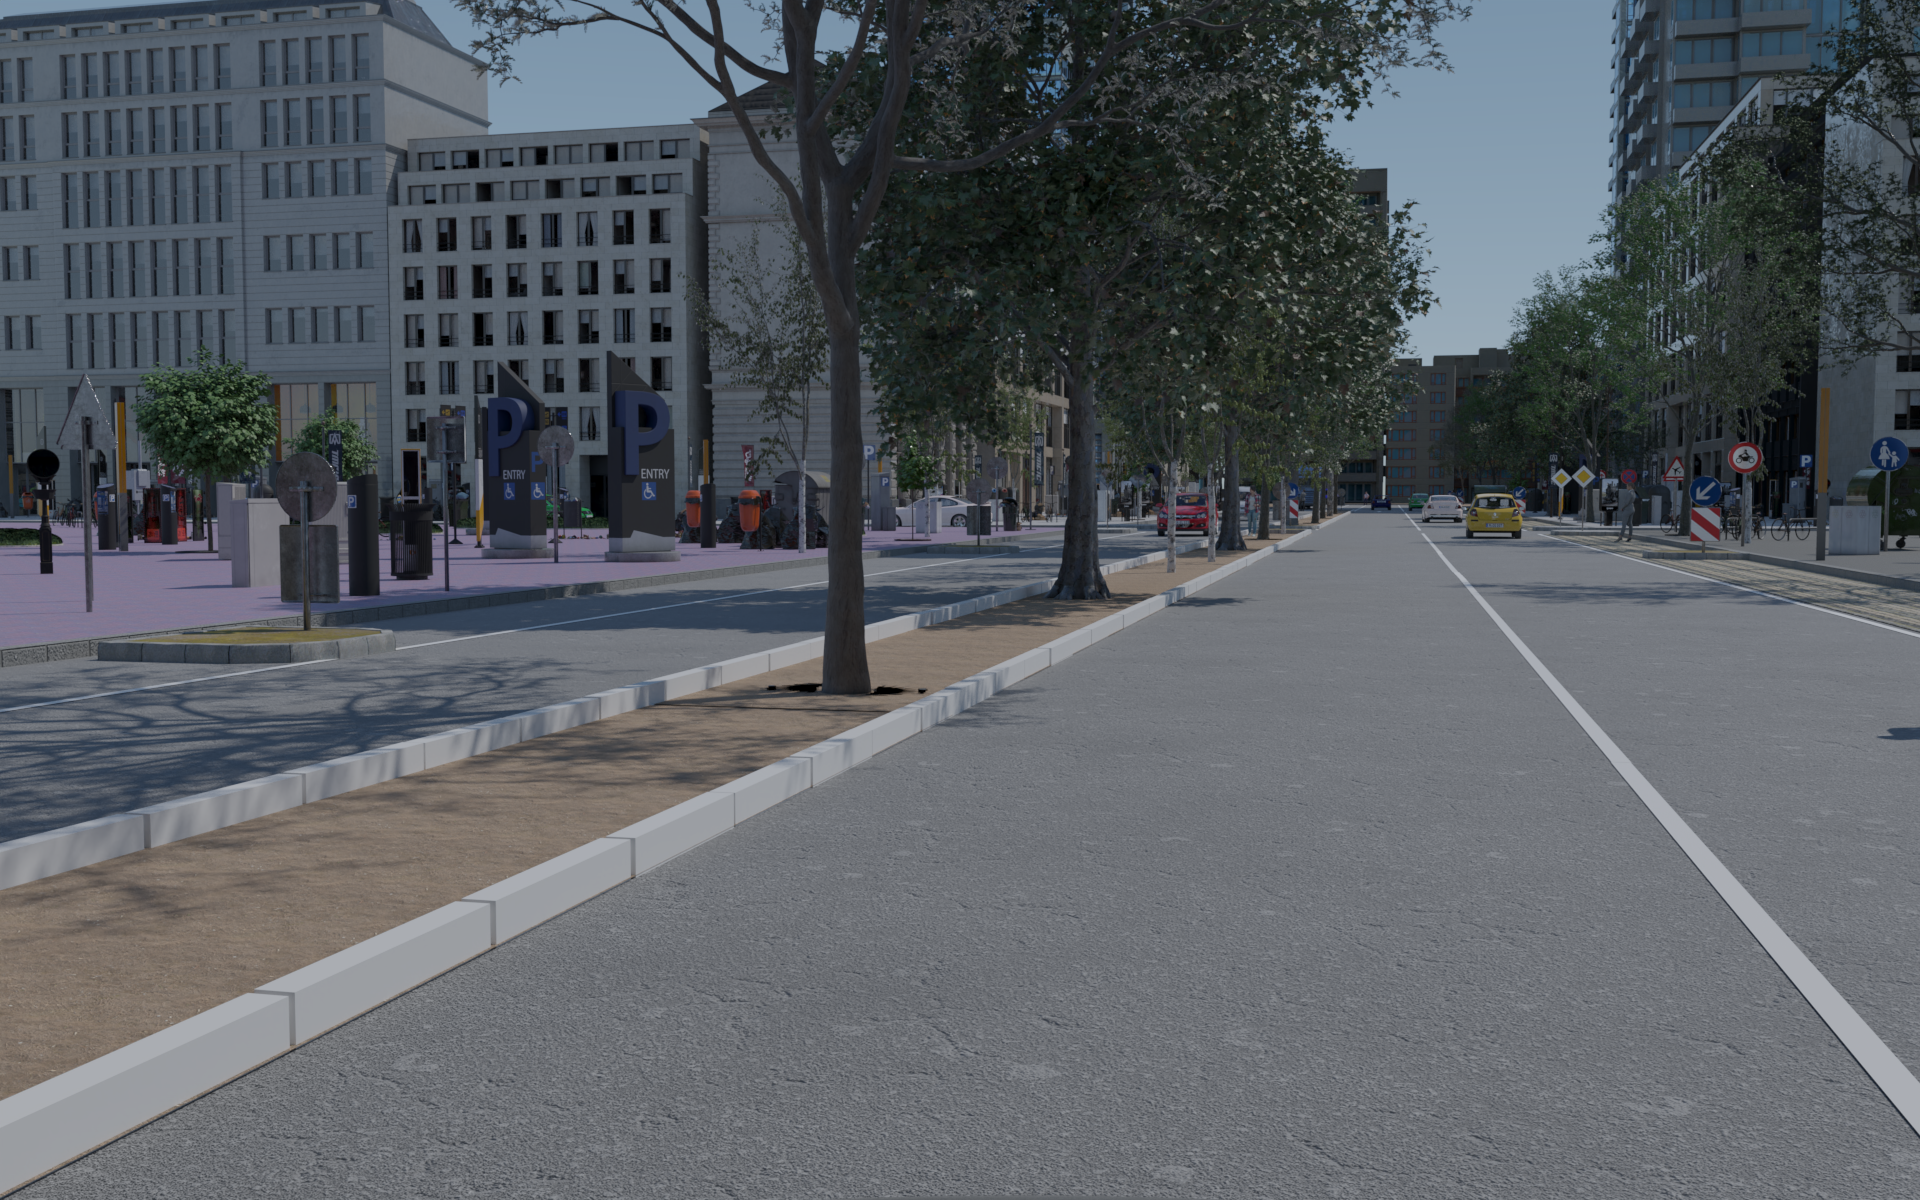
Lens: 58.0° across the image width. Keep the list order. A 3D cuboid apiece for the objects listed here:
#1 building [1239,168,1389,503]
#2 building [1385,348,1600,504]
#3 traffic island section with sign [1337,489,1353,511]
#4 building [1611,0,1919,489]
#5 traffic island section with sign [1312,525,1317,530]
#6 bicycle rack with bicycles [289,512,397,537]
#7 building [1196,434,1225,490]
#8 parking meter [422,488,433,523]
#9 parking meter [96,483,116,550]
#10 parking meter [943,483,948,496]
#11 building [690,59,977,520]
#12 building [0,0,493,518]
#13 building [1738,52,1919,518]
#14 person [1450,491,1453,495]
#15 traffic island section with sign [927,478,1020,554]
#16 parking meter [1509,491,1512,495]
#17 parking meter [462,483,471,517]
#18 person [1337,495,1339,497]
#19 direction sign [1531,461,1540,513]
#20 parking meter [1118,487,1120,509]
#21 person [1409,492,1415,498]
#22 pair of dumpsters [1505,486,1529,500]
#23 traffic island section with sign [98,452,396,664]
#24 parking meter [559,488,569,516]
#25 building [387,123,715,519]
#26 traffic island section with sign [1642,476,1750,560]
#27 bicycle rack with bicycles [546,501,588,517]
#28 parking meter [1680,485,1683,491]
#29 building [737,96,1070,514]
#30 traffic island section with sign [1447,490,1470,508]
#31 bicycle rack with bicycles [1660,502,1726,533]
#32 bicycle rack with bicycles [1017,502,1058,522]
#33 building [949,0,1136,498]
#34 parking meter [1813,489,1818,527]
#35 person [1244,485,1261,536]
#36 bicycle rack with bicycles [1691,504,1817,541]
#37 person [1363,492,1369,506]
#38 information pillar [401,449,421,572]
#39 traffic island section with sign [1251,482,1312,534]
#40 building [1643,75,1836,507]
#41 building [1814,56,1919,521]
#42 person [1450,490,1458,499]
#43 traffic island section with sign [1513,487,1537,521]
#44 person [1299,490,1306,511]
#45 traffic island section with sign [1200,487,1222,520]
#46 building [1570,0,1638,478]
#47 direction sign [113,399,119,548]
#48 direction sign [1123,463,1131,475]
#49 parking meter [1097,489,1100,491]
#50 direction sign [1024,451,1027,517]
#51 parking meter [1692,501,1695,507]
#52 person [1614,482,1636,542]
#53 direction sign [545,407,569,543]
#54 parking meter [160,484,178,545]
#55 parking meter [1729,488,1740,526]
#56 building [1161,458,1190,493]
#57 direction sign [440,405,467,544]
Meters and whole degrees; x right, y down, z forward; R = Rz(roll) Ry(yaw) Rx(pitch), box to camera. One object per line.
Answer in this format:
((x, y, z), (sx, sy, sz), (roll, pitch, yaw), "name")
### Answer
((49.766, -38.099, 246.625), (21.600, 48.544, 21.300), (1, 4, 14), "building")
((75.057, -24.435, 244.550), (28.899, 21.520, 27.650), (1, 4, 14), "building")
((31.464, -8.250, 143.025), (2.006, 1.907, 1.989), (1, 4, 14), "traffic island section with sign")
((70.458, -32.573, 152.180), (23.786, 49.044, 30.456), (1, 4, 14), "building")
((13.416, -3.788, 70.078), (2.006, 1.907, 1.989), (1, 4, 14), "traffic island section with sign")
((-18.269, -2.267, 50.443), (2.925, 0.926, 2.852), (0, 4, 4), "bicycle rack with bicycles")
((23.970, -38.808, 254.126), (30.456, 49.044, 23.786), (1, 4, 14), "building")
((-20.714, -3.608, 67.397), (0.372, 1.533, 0.369), (0, 3, 0), "parking meter")
((-19.603, -1.918, 39.777), (0.372, 1.533, 0.369), (0, 3, 0), "parking meter")
((-0.857, -5.214, 90.962), (0.399, 1.863, 0.255), (3, 5, 44), "parking meter")
((-5.802, -16.319, 95.700), (11.050, 23.489, 19.941), (1, 4, 14), "building")
((-43.401, -19.765, 100.646), (29.804, 29.767, 11.434), (1, 4, 14), "building")
((51.033, -16.214, 94.782), (12.332, 23.373, 15.834), (1, 4, 14), "building")
((54.488, -11.175, 191.884), (0.621, 1.740, 0.551), (0, 4, -1), "person")
((0.391, -2.061, 42.320), (1.989, 1.847, 2.006), (1, 4, 14), "traffic island section with sign")
((42.010, -7.554, 131.926), (0.372, 1.533, 0.369), (0, 3, 0), "parking meter")
((-25.232, -5.060, 88.447), (0.255, 1.863, 0.399), (3, 4, 38), "parking meter")
((47.315, -12.735, 216.585), (0.709, 1.838, 0.599), (3, 4, 37), "person")
((39.230, -7.709, 118.036), (0.379, 3.537, 0.876), (-1, 4, -19), "direction sign")
((13.691, -8.703, 148.000), (0.255, 1.863, 0.399), (3, 4, 37), "parking meter")
((54.294, -12.122, 207.421), (0.721, 1.735, 1.217), (-3, 4, -36), "person")
((43.928, -8.205, 136.638), (1.574, 2.255, 4.437), (1, 4, 14), "pair of dumpsters")
((-6.237, -0.426, 15.594), (1.989, 1.847, 2.006), (1, 4, 14), "traffic island section with sign")
((-16.098, -3.792, 70.418), (0.372, 1.533, 0.369), (0, 3, 0), "parking meter")
((-20.764, -14.678, 94.736), (16.860, 20.320, 10.420), (1, 4, 14), "building")
((16.284, -1.823, 38.439), (1.989, 1.847, 2.006), (1, 4, 14), "traffic island section with sign")
((-20.110, -4.534, 87.521), (2.852, 0.926, 2.925), (0, 4, 5), "bicycle rack with bicycles")
((45.252, -6.280, 108.383), (0.255, 1.863, 0.399), (0, 4, 5), "parking meter")
((-3.102, -19.513, 123.550), (19.350, 26.468, 34.151), (1, 4, 14), "building")
((48.193, -9.709, 167.364), (1.989, 1.847, 2.006), (1, 4, 14), "traffic island section with sign")
((24.557, -2.620, 56.213), (2.852, 0.926, 2.925), (-1, 4, -9), "bicycle rack with bicycles")
((3.398, -4.008, 78.905), (2.852, 0.926, 2.925), (0, 4, 4), "bicycle rack with bicycles")
((6.015, -52.063, 163.902), (22.319, 86.520, 31.000), (1, 4, 14), "building")
((33.652, -3.635, 67.851), (0.372, 1.533, 0.369), (0, 3, 0), "parking meter")
((9.895, -3.007, 58.496), (0.563, 1.720, 0.643), (2, 4, 24), "person")
((22.447, -2.132, 48.240), (2.925, 0.926, 2.852), (-3, 4, -36), "bicycle rack with bicycles")
((50.822, -12.688, 216.879), (0.436, 1.711, 0.756), (-2, 4, -31), "person")
((-8.941, -1.453, 28.249), (0.304, 2.012, 0.304), (-1, 4, -16), "information pillar")
((11.626, -3.349, 62.889), (2.006, 1.907, 1.989), (1, 4, 14), "traffic island section with sign")
((59.568, -19.190, 118.279), (19.350, 26.468, 34.151), (1, 4, 14), "building")
((48.922, -13.626, 77.541), (16.860, 20.320, 10.420), (1, 4, 14), "building")
((47.164, -9.609, 165.591), (1.348, 1.826, 0.705), (-2, 4, -27), "person")
((29.499, -5.090, 91.854), (1.989, 1.847, 2.006), (1, 4, 14), "traffic island section with sign")
((28.336, -8.236, 143.338), (0.592, 1.802, 0.473), (-1, 4, -9), "person")
((13.602, -5.327, 95.730), (1.989, 1.847, 2.006), (1, 4, 14), "traffic island section with sign")
((77.156, -53.125, 181.267), (22.319, 86.520, 31.000), (1, 4, 14), "building")
((-20.205, -3.027, 41.493), (0.379, 3.537, 0.876), (-2, 4, -28), "direction sign")
((12.081, -8.107, 124.541), (0.876, 3.537, 0.379), (2, 4, 35), "direction sign")
((6.907, -4.674, 84.828), (0.372, 1.533, 0.369), (0, 3, 0), "parking meter")
((3.485, -6.093, 91.612), (0.379, 3.537, 0.876), (0, 4, -4), "direction sign")
((36.569, -4.782, 86.592), (0.372, 1.533, 0.369), (0, 3, 0), "parking meter")
((19.887, -2.631, 51.790), (0.573, 1.790, 0.520), (1, 4, 22), "person")
((-10.573, -3.250, 45.133), (0.876, 3.537, 0.379), (1, 4, 21), "direction sign")
((-20.027, -2.168, 43.855), (0.372, 1.533, 0.369), (0, 3, 0), "parking meter")
((30.766, -3.692, 68.776), (0.372, 1.533, 0.369), (0, 3, 0), "parking meter")
((10.896, -21.741, 200.507), (28.899, 21.520, 27.650), (1, 4, 14), "building")
((-12.914, -3.194, 44.227), (0.379, 3.537, 0.876), (2, 4, 27), "direction sign")
